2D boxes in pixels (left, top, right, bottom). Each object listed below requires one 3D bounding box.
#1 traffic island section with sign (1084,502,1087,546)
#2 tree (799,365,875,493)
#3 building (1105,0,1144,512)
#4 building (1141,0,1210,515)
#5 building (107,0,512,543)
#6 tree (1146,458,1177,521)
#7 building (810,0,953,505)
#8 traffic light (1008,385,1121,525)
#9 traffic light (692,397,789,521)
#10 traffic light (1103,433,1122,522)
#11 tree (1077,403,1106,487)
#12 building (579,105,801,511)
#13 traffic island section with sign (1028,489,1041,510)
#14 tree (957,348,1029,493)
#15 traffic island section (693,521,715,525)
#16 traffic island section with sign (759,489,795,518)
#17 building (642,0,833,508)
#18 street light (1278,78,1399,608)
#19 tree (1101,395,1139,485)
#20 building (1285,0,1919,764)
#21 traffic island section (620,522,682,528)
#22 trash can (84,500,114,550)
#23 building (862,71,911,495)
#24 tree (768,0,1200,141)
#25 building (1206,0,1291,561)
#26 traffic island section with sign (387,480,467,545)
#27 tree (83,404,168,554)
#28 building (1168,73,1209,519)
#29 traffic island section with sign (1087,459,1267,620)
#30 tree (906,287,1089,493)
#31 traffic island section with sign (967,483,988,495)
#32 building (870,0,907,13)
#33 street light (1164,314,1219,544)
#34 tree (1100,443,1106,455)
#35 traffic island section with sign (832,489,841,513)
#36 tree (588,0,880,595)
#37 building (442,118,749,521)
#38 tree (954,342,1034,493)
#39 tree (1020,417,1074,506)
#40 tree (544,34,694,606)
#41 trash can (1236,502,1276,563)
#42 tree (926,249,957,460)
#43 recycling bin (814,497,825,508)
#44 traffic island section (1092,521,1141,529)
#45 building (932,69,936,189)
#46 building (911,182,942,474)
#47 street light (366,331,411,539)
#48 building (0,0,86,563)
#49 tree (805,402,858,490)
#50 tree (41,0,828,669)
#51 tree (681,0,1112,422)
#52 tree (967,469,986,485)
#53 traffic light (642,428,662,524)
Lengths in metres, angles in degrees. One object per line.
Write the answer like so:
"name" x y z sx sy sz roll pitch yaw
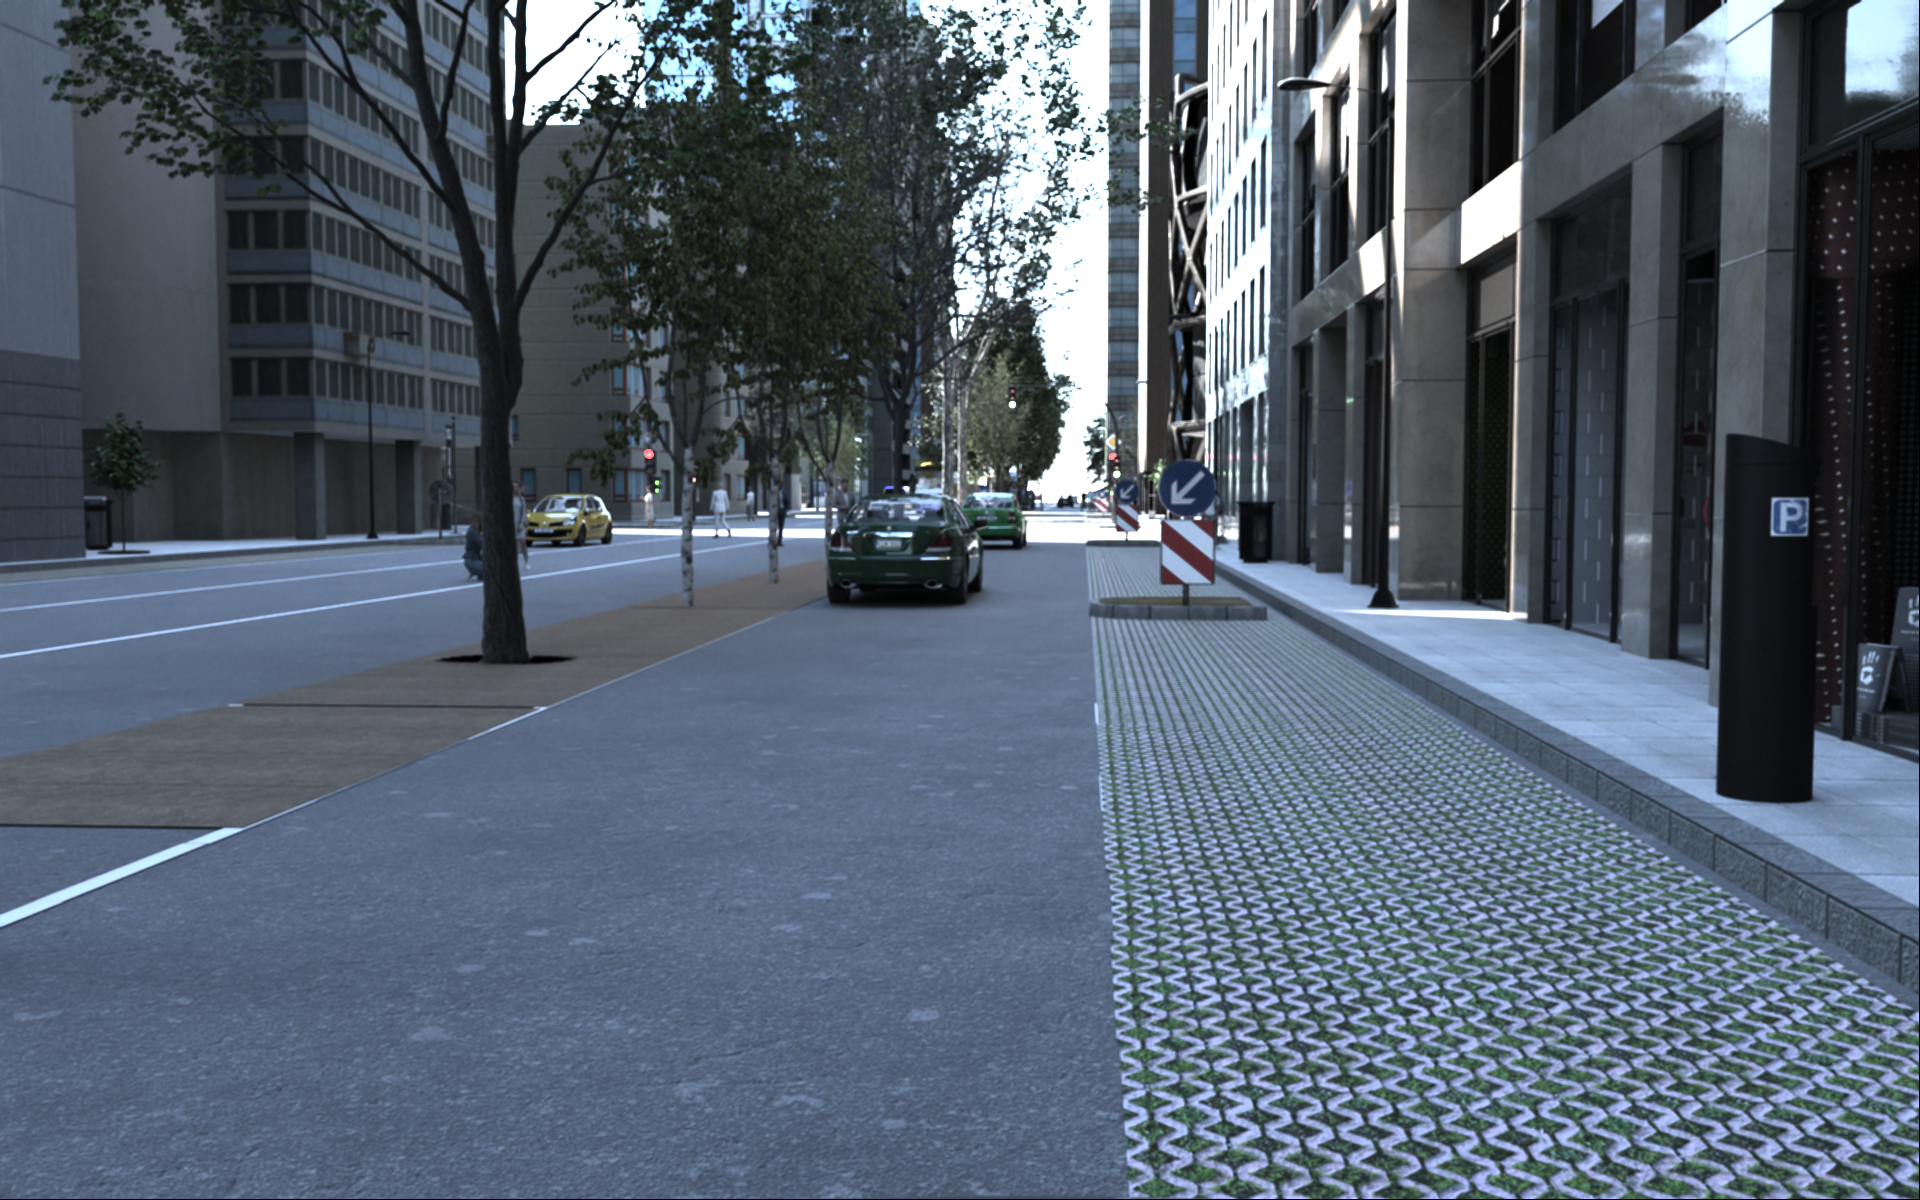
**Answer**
"traffic island section with sign" 4.476 -2.391 47.714 1.989 1.847 2.006 0 4 4
"tree" -11.278 -14.305 152.009 7.486 12.596 7.792 0 3 0
"building" 18.312 -27.506 133.309 14.154 41.232 14.086 0 4 4
"building" 18.719 -28.189 110.999 14.600 45.320 14.200 0 4 4
"building" -28.452 -22.338 57.114 23.993 40.220 32.217 0 4 4
"tree" 10.652 -5.988 92.501 1.663 3.219 1.824 0 3 0
"building" -11.276 -59.898 292.001 22.319 86.520 31.000 0 4 4
"traffic light" 4.410 -5.967 72.230 4.771 5.953 1.251 0 4 4
"traffic light" -10.453 -6.531 81.446 4.771 5.953 1.251 0 4 4
"traffic light" 7.067 -5.582 80.189 0.839 4.253 0.868 0 4 4
"tree" 21.142 -20.487 241.622 9.857 13.997 8.962 0 3 0
"building" -20.281 -22.061 132.398 14.160 30.474 14.107 0 4 4
"traffic island section with sign" 6.341 -9.003 155.341 2.006 1.907 1.989 0 4 4
"tree" 1.523 -8.153 86.115 4.737 8.622 4.395 0 3 0
"traffic island section" -12.585 -3.634 81.696 2.009 0.180 2.903 0 4 4
"traffic island section with sign" -10.976 -5.852 104.308 1.989 1.847 2.006 0 4 4
"building" -19.685 -52.504 171.108 22.319 86.520 31.000 0 4 4
"street light" 4.252 -2.871 19.480 1.470 5.913 1.316 0 4 4
"tree" 12.412 -10.587 123.461 4.360 8.622 3.978 0 3 0
"building" 14.493 -12.826 14.224 19.350 26.468 34.151 0 4 4
"traffic island section" -13.150 -3.147 73.731 2.009 0.180 2.903 0 4 4
"trash can" -19.812 -1.719 39.761 0.748 1.137 0.748 0 3 0
"building" -17.298 -35.175 198.814 21.300 48.544 21.600 0 4 4
"tree" 0.773 -11.991 54.407 12.611 20.169 13.585 0 3 0
"building" 11.661 -11.371 40.665 10.420 20.320 16.860 0 4 4
"traffic island section with sign" -14.900 -2.475 49.092 1.989 1.847 2.006 0 4 4
"tree" -17.963 -2.618 37.403 1.663 3.219 1.824 0 3 0
"building" 15.999 -11.951 62.850 16.820 18.784 16.811 0 4 4
"traffic island section with sign" 2.538 -0.728 20.530 1.989 1.847 2.006 0 4 4
"tree" 2.104 -10.628 93.229 9.611 12.733 9.660 0 3 0
"traffic island section with sign" 1.036 -4.419 80.389 2.006 1.907 1.989 0 4 4
"building" -15.011 -47.757 219.080 20.563 71.187 20.611 0 4 4
"street light" 6.110 -4.424 44.871 1.470 5.913 1.316 0 4 4
"tree" 15.510 -12.911 161.458 4.737 8.622 4.395 0 3 0
"traffic island section with sign" -9.063 -7.497 131.195 1.989 1.847 2.006 0 4 4
"tree" -2.991 -4.571 27.560 4.737 8.622 4.395 0 3 0
"building" -28.245 -15.367 96.298 27.650 21.520 28.899 0 4 4
"tree" 1.527 -7.868 81.464 4.360 8.622 3.978 0 3 0
"tree" 4.843 -12.426 140.027 8.767 10.594 7.601 0 4 4
"tree" -3.485 -4.231 21.998 4.737 8.622 4.395 0 3 0
"trash can" 5.548 -1.274 32.479 0.748 1.137 0.748 0 3 0
"tree" -2.476 -4.865 32.363 4.737 8.622 4.395 0 3 0
"recycling bin" -12.580 -8.707 154.913 0.722 1.027 0.722 3 5 42
"traffic island section" 6.542 -3.061 72.335 2.009 0.180 2.903 0 4 4
"building" -11.959 -50.660 266.536 20.563 71.187 20.611 0 4 4
"building" -9.974 -36.593 248.408 14.600 45.320 14.200 0 4 4
"street light" -16.293 -4.701 49.406 1.470 5.913 1.316 0 4 4
"building" -29.062 -29.230 19.909 21.231 58.520 28.212 0 4 4
"tree" -10.476 -11.582 139.724 4.360 8.622 3.978 0 3 0
"tree" -3.968 -5.278 14.503 9.928 11.665 9.643 0 3 0
"tree" -1.528 -7.922 42.354 12.009 13.543 11.850 0 3 0
"tree" 1.883 -24.276 315.038 7.486 12.596 7.792 0 3 0
"traffic light" -13.111 -5.179 73.593 0.839 4.253 0.868 0 4 4
